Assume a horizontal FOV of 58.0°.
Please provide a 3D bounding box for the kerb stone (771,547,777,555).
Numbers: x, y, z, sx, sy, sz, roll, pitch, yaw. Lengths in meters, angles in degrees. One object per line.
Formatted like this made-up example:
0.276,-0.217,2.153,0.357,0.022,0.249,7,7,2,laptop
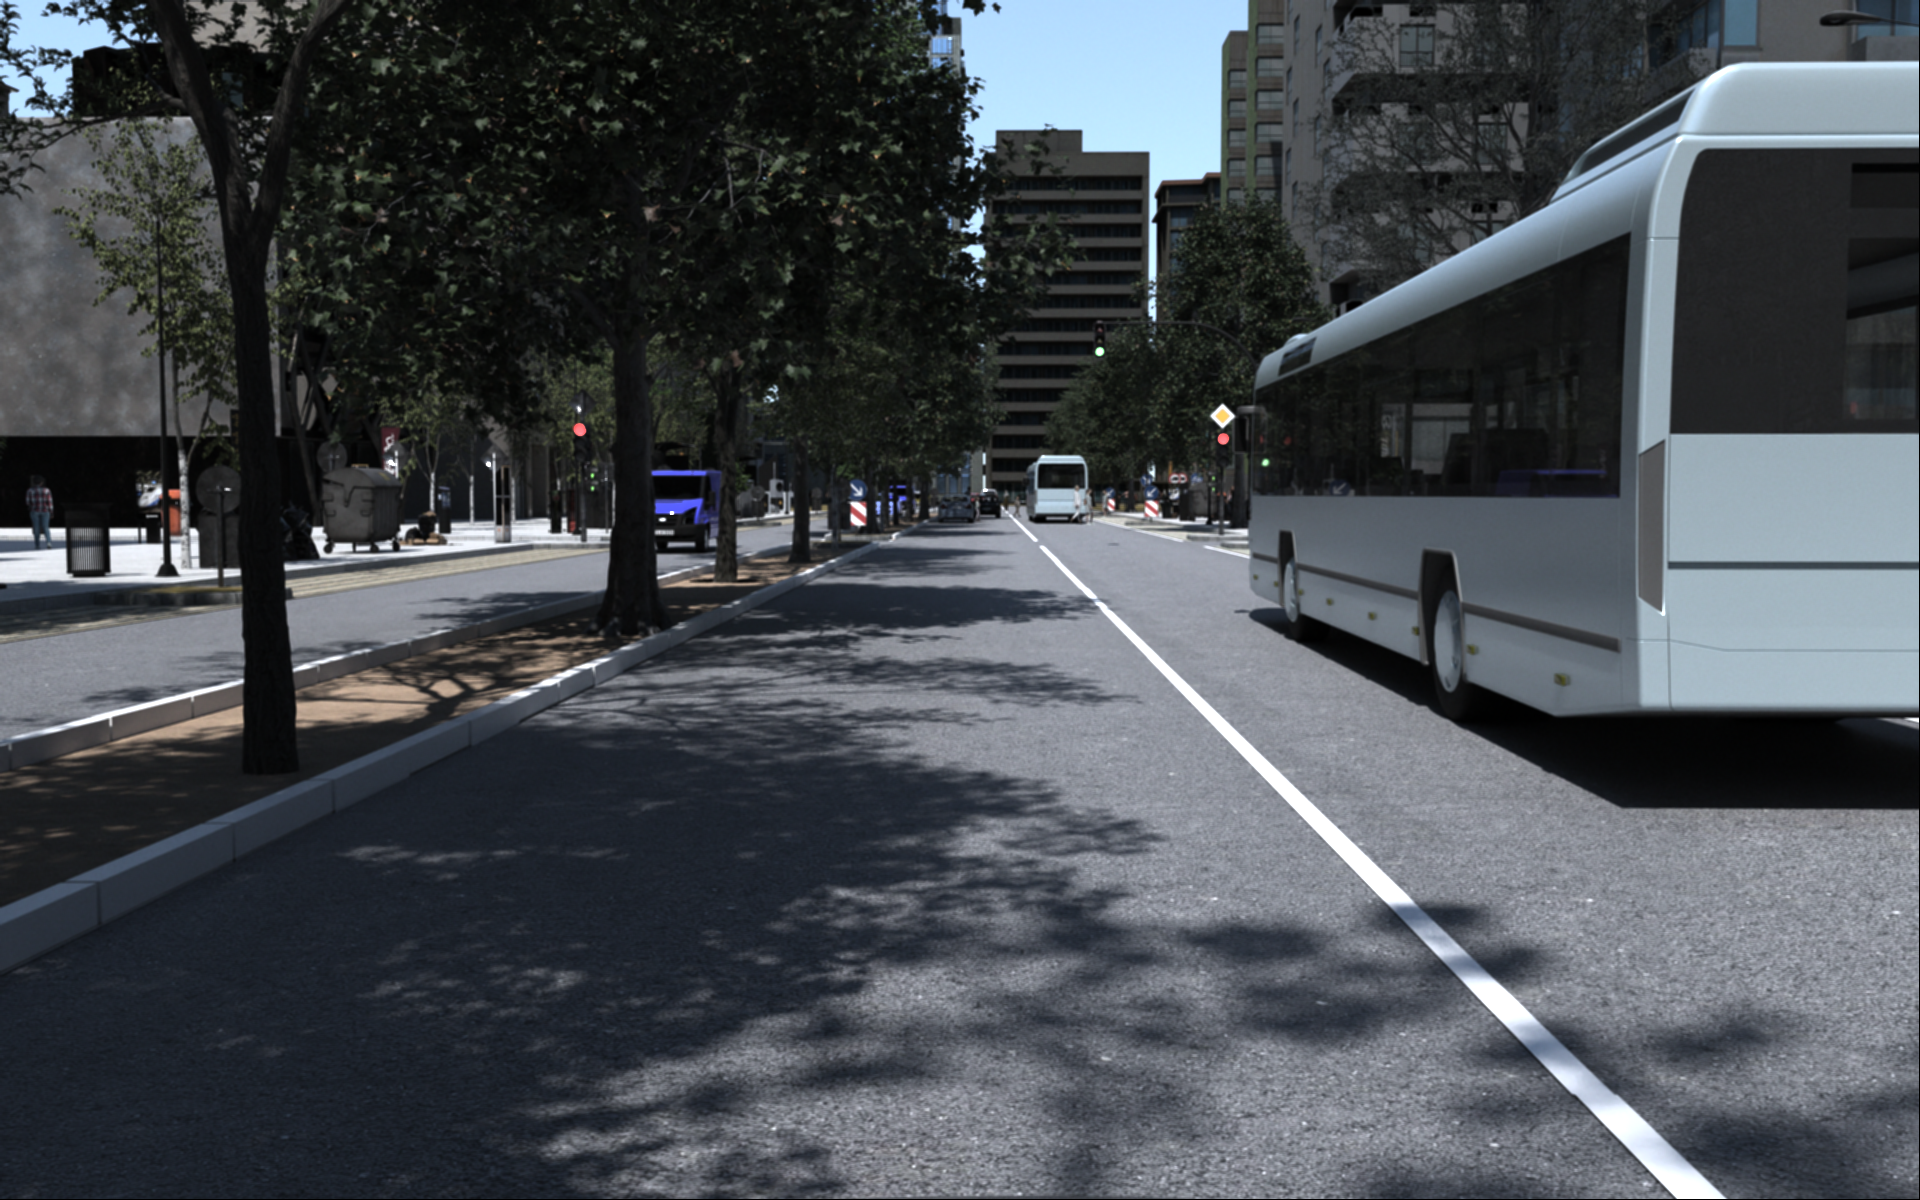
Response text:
-4.432,-1.101,40.192,0.120,0.150,1.000,0,4,1,kerb stone

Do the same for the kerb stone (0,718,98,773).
-4.946,0.783,9.439,0.120,0.150,1.000,0,4,1,kerb stone

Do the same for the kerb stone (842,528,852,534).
-4.071,-2.446,62.220,0.120,0.150,1.000,0,4,1,kerb stone

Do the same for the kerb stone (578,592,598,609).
-4.746,0.031,21.751,0.120,0.150,1.000,0,4,1,kerb stone

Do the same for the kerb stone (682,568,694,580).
-4.630,-0.410,28.910,0.120,0.150,1.000,0,4,1,kerb stone

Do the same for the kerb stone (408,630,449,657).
-4.839,0.404,15.596,0.120,0.150,1.000,0,4,1,kerb stone

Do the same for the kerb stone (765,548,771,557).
-4.453,-1.038,39.167,0.120,0.150,1.000,0,4,1,kerb stone

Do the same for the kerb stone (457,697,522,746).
-2.826,0.728,10.334,0.120,0.150,1.000,0,4,1,kerb stone

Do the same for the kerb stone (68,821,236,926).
-2.898,0.976,6.242,0.120,0.150,1.000,0,4,1,kerb stone

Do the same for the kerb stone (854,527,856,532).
-4.040,-2.574,64.273,0.120,0.150,1.000,0,4,1,kerb stone

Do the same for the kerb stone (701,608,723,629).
-2.699,0.225,18.522,0.120,0.150,1.000,0,4,1,kerb stone

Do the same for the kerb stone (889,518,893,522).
-3.563,-4.327,92.945,0.120,0.150,1.000,0,4,1,kerb stone

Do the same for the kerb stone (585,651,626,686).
-2.772,0.538,13.405,0.120,0.150,1.000,0,4,1,kerb stone

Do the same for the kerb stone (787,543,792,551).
-4.386,-1.289,43.275,0.120,0.150,1.000,0,4,1,kerb stone

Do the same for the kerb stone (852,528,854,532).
-4.052,-2.510,63.243,0.120,0.150,1.000,0,4,1,kerb stone

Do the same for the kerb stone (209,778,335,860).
-2.882,0.913,7.263,0.120,0.150,1.000,0,4,1,kerb stone

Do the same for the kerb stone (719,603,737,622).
-2.677,0.166,19.552,0.120,0.150,1.000,0,4,1,kerb stone

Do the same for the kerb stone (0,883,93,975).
-2.916,1.039,5.220,0.120,0.150,1.000,0,4,1,kerb stone

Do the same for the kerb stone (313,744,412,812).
-2.861,0.850,8.290,0.120,0.150,1.000,0,4,1,kerb stone

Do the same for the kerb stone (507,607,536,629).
-4.798,0.215,18.682,0.120,0.150,1.000,0,4,1,kerb stone

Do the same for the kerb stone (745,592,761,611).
-2.642,0.040,21.595,0.120,0.150,1.000,0,4,1,kerb stone

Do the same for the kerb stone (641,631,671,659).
-2.749,0.414,15.449,0.120,0.150,1.000,0,4,1,kerb stone

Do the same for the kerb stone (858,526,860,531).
-4.003,-2.699,66.317,0.120,0.150,1.000,0,4,1,kerb stone

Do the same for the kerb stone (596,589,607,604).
-4.726,-0.036,22.776,0.120,0.150,1.000,0,4,1,kerb stone

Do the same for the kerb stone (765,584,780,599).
-2.616,-0.088,23.639,0.120,0.150,1.000,0,4,1,kerb stone

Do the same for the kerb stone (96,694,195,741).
-4.935,0.717,10.474,0.120,0.150,1.000,0,4,1,kerb stone

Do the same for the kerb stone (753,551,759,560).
-4.489,-0.907,37.114,0.120,0.150,1.000,0,4,1,kerb stone

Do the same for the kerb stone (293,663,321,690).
-4.893,0.600,12.518,0.120,0.150,1.000,0,4,1,kerb stone

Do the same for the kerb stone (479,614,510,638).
-4.808,0.280,17.649,0.120,0.150,1.000,0,4,1,kerb stone

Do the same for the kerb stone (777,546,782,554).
-4.424,-1.164,41.228,0.120,0.150,1.000,0,4,1,kerb stone

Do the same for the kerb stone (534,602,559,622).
-4.778,0.152,19.706,0.120,0.150,1.000,0,4,1,kerb stone

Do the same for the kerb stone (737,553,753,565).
-4.499,-0.849,36.091,0.120,0.150,1.000,0,4,1,kerb stone

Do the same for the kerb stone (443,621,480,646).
-4.836,0.341,16.620,0.120,0.150,1.000,0,4,1,kerb stone

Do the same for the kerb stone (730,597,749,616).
-2.660,0.099,20.573,0.120,0.150,1.000,0,4,1,kerb stone

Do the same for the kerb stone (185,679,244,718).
-4.917,0.654,11.496,0.120,0.150,1.000,0,4,1,kerb stone

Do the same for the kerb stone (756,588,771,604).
-2.627,-0.026,22.617,0.120,0.150,1.000,0,4,1,kerb stone

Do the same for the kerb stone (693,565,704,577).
-4.605,-0.473,29.933,0.120,0.150,1.000,0,4,1,kerb stone

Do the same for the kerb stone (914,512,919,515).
-3.037,-6.268,124.702,0.120,0.150,1.000,0,4,1,kerb stone

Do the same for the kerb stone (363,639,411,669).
-4.865,0.466,14.572,0.120,0.150,1.000,0,4,1,kerb stone

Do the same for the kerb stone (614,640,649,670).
-2.769,0.475,14.427,0.120,0.150,1.000,0,4,1,kerb stone

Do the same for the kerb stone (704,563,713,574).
-4.594,-0.536,30.955,0.120,0.150,1.000,0,4,1,kerb stone

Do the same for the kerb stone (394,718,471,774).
-2.851,0.790,9.313,0.120,0.150,1.000,0,4,1,kerb stone

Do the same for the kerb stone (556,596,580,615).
-4.761,0.090,20.728,0.120,0.150,1.000,0,4,1,kerb stone

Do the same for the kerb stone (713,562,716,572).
-4.574,-0.595,31.987,0.120,0.150,1.000,0,4,1,kerb stone

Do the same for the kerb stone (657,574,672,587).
-4.657,-0.276,26.866,0.120,0.150,1.000,0,4,1,kerb stone

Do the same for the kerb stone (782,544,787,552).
-4.399,-1.221,42.253,0.120,0.150,1.000,0,4,1,kerb stone

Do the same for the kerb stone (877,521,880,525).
-3.731,-3.692,82.689,0.120,0.150,1.000,0,4,1,kerb stone

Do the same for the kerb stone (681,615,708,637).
-2.718,0.287,17.499,0.120,0.150,1.000,0,4,1,kerb stone

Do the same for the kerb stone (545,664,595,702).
-2.800,0.600,12.384,0.120,0.150,1.000,0,4,1,kerb stone

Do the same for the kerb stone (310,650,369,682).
-4.882,0.529,13.550,0.120,0.150,1.000,0,4,1,kerb stone

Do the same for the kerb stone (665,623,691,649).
-2.728,0.356,16.478,0.120,0.150,1.000,0,4,1,kerb stone

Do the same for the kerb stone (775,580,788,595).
-2.597,-0.151,24.664,0.120,0.150,1.000,0,4,1,kerb stone

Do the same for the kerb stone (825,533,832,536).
-4.177,-2.072,56.066,0.120,0.150,1.000,0,4,1,kerb stone

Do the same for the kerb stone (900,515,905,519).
-3.391,-4.953,103.174,0.120,0.150,1.000,0,4,1,kerb stone

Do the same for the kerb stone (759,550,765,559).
-4.475,-0.975,38.141,0.120,0.150,1.000,0,4,1,kerb stone

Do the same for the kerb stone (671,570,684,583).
-4.636,-0.343,27.888,0.120,0.150,1.000,0,4,1,kerb stone

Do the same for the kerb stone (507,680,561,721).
-2.819,0.668,11.362,0.120,0.150,1.000,0,4,1,kerb stone
